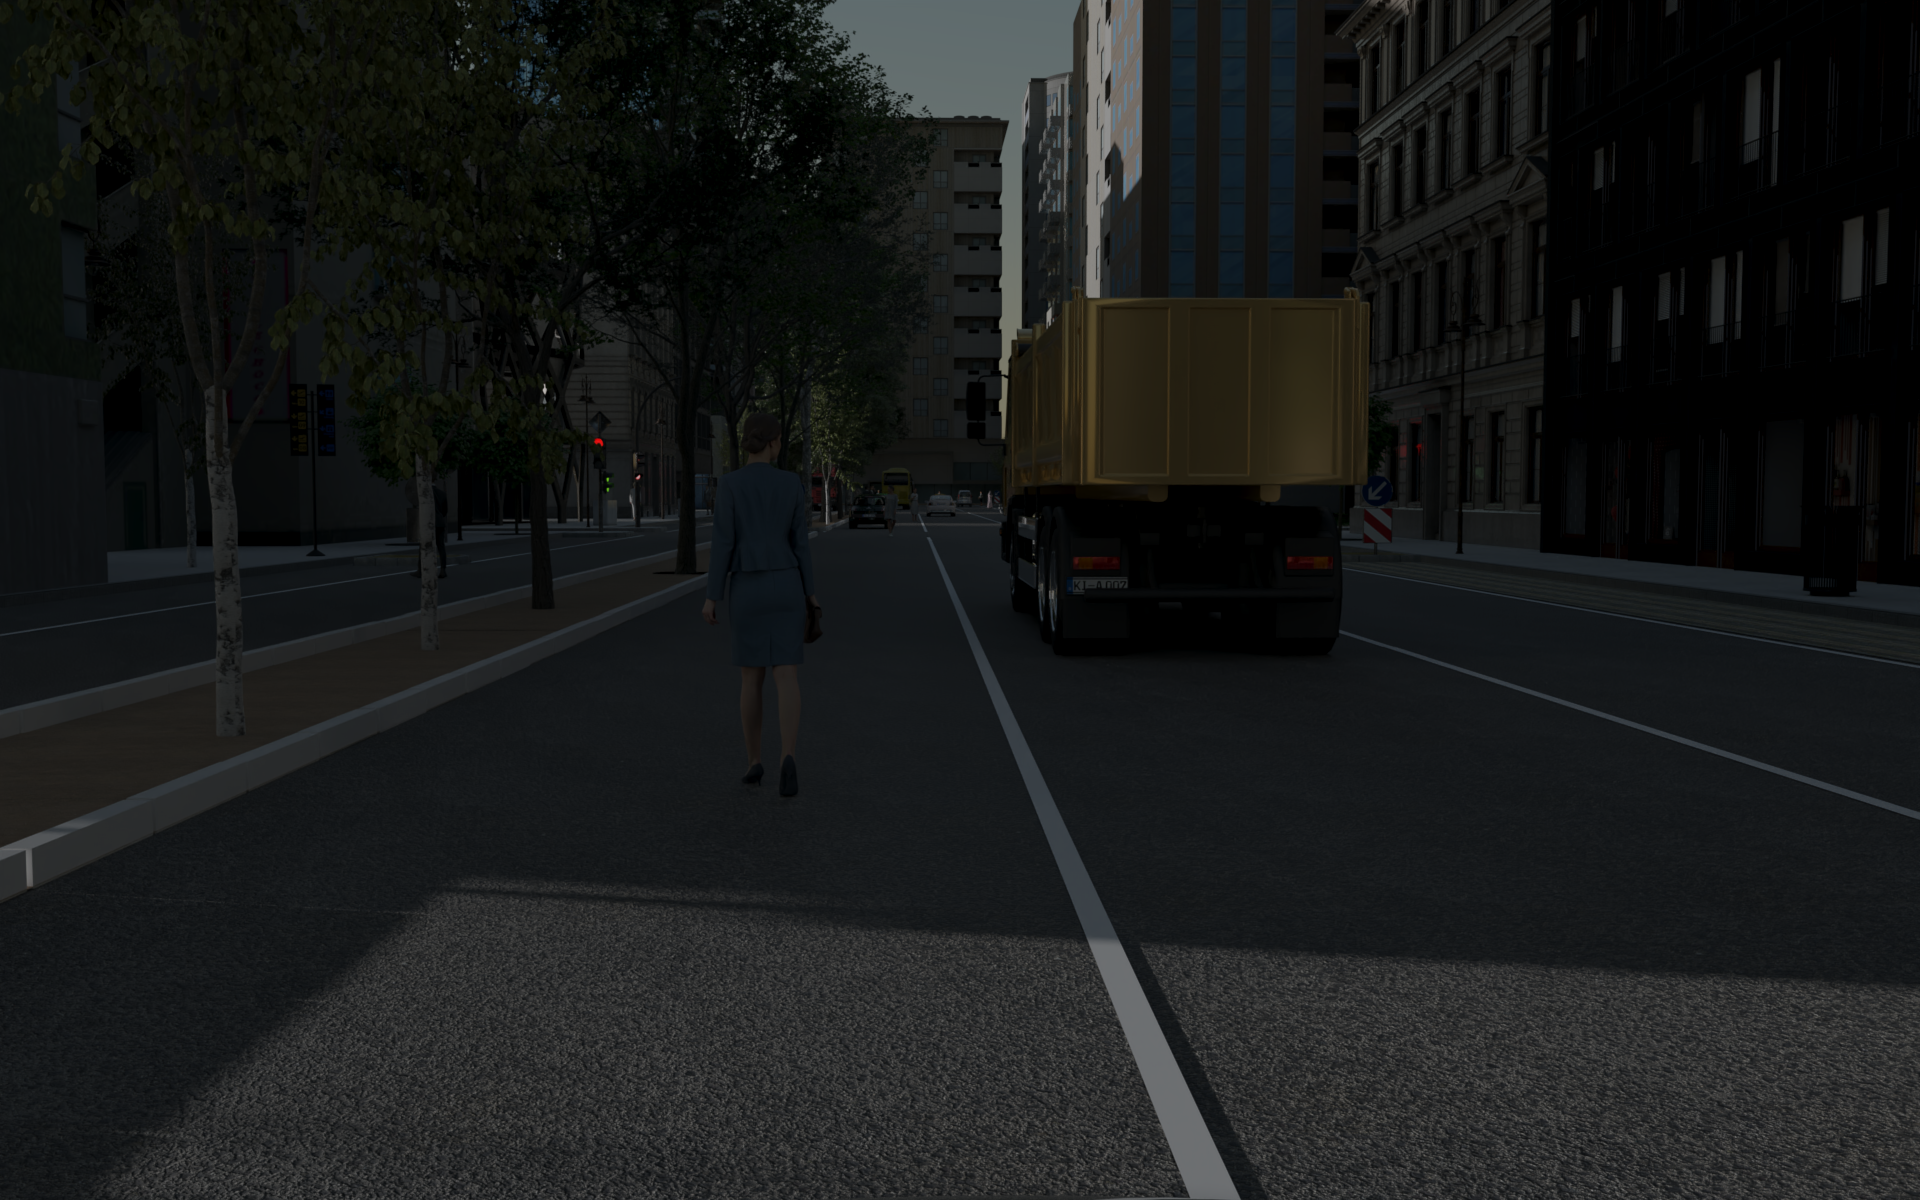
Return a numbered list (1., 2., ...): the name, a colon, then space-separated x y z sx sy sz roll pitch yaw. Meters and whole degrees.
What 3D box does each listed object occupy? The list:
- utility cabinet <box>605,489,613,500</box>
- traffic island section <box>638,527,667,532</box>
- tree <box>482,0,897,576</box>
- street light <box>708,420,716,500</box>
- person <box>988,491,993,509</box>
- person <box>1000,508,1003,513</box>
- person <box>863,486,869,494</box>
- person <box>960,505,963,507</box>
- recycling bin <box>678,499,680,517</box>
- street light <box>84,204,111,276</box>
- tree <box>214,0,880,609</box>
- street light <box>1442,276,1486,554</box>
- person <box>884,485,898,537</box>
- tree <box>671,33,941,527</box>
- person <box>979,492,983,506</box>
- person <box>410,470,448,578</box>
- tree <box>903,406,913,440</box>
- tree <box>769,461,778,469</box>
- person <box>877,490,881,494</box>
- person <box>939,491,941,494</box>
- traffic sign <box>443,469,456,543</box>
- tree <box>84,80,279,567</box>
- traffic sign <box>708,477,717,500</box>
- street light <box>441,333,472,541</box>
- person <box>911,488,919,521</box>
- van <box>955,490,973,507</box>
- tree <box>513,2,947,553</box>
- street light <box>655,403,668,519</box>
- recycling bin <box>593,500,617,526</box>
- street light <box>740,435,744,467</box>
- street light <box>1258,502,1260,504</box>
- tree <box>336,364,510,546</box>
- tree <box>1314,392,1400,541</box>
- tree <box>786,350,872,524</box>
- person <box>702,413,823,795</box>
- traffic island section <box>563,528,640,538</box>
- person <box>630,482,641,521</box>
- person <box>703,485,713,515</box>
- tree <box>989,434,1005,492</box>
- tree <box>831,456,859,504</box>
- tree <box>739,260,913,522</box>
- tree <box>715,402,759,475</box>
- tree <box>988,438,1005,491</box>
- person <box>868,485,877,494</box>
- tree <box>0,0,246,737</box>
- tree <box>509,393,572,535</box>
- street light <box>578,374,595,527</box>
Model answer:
1. utility cabinet: -14.738 -3.924 72.835 0.318 1.500 1.173 -1 4 -11
2. traffic island section: -12.381 -2.704 66.496 2.009 0.180 2.903 0 4 -2
3. tree: -4.757 -6.247 30.356 9.928 11.665 9.643 0 3 0
4. street light: -15.568 -8.311 108.665 0.468 5.910 1.993 0 4 -2
5. person: 2.988 -9.855 170.298 0.621 1.740 0.551 -1 4 -21
6. person: 3.370 -7.305 127.780 0.795 1.843 0.661 -1 4 -20
7. person: -5.200 -5.504 97.857 0.648 1.900 0.474 -1 4 -16
8. person: 0.210 -11.641 198.816 0.705 1.826 1.348 -1 4 -21
9. recycling bin: -15.200 -5.118 96.232 0.722 1.027 0.722 1 4 20
10. street light: -13.275 -3.255 26.001 0.468 5.910 1.993 0 4 -2
11. tree: -5.159 -5.178 21.525 8.767 10.594 7.601 0 4 -2
12. street light: 10.720 -3.926 36.983 0.468 5.910 1.993 0 4 -2
13. person: -2.338 -2.996 58.227 0.466 1.731 0.760 -1 4 -14
14. tree: -7.565 -13.059 71.861 12.611 20.169 13.585 0 3 0
15. person: 2.455 -12.037 206.096 0.721 1.735 1.217 1 4 18
16. person: -9.036 -1.296 29.472 0.755 1.850 0.659 2 4 33
17. tree: -7.273 -10.374 106.477 8.767 10.594 7.601 0 4 -2
18. tree: -18.783 -12.071 181.076 4.285 4.588 4.351 0 3 0
19. person: -7.991 -9.922 170.807 1.350 1.814 0.705 0 4 -6
20. person: -2.425 -12.138 206.951 1.348 1.824 0.705 1 4 21
21. traffic sign: -13.556 -2.783 45.606 0.768 2.556 0.104 0 4 5
22. tree: -13.587 -4.864 29.896 4.360 8.622 3.978 0 3 0
23. traffic sign: -15.136 -6.349 105.932 0.606 2.300 0.079 0 4 3
24. street light: -13.788 -4.575 47.582 0.468 5.910 1.993 0 4 -2
25. person: -2.328 -5.003 90.871 0.480 1.755 0.524 -3 5 -41
26. van: 0.487 -11.420 193.725 2.013 2.044 4.112 0 4 -1
27. tree: -5.411 -7.860 41.332 12.009 13.543 11.850 0 3 0
28. street light: -15.052 -7.020 87.562 0.468 5.910 1.993 0 4 -2
29. recycling bin: -14.500 -3.559 70.745 0.722 1.027 0.722 2 4 24
30. street light: -16.239 -9.618 130.049 0.468 5.910 1.993 0 4 -2
31. street light: 10.026 -5.206 57.912 0.468 5.910 1.993 0 4 -2
32. tree: -13.790 -3.649 43.380 4.285 4.588 4.351 0 3 0
33. tree: 10.514 -3.937 48.088 4.285 4.588 4.351 0 3 0
34. tree: -6.171 -7.841 81.014 4.737 8.622 4.395 0 3 0
35. person: -0.949 0.011 8.339 0.581 1.822 0.654 0 4 -8
36. traffic island section: -12.150 -2.216 58.514 2.009 0.180 2.903 0 4 -2
37. person: -15.482 -4.702 82.803 0.514 1.842 0.818 -2 4 -24
38. person: -15.338 -6.066 105.347 0.709 1.813 0.853 1 4 20
39. tree: 5.802 -15.454 203.037 4.737 8.622 4.395 0 3 0
40. tree: -7.912 -10.548 125.282 4.360 8.622 3.978 0 3 0
41. tree: -6.884 -10.954 88.217 9.857 13.997 8.962 0 3 0
42. tree: -17.726 -11.541 139.050 4.737 8.622 4.395 0 3 0
43. tree: 5.593 -16.056 212.882 4.360 8.622 3.978 0 3 0
44. person: -4.615 -5.103 91.293 0.474 1.900 0.648 0 4 3
45. tree: -4.261 -3.481 9.739 4.737 8.622 4.395 0 3 0
46. tree: -13.977 -4.340 54.674 4.285 4.588 4.351 0 3 0
47. street light: -14.338 -5.740 66.634 0.468 5.910 1.993 0 4 -2
